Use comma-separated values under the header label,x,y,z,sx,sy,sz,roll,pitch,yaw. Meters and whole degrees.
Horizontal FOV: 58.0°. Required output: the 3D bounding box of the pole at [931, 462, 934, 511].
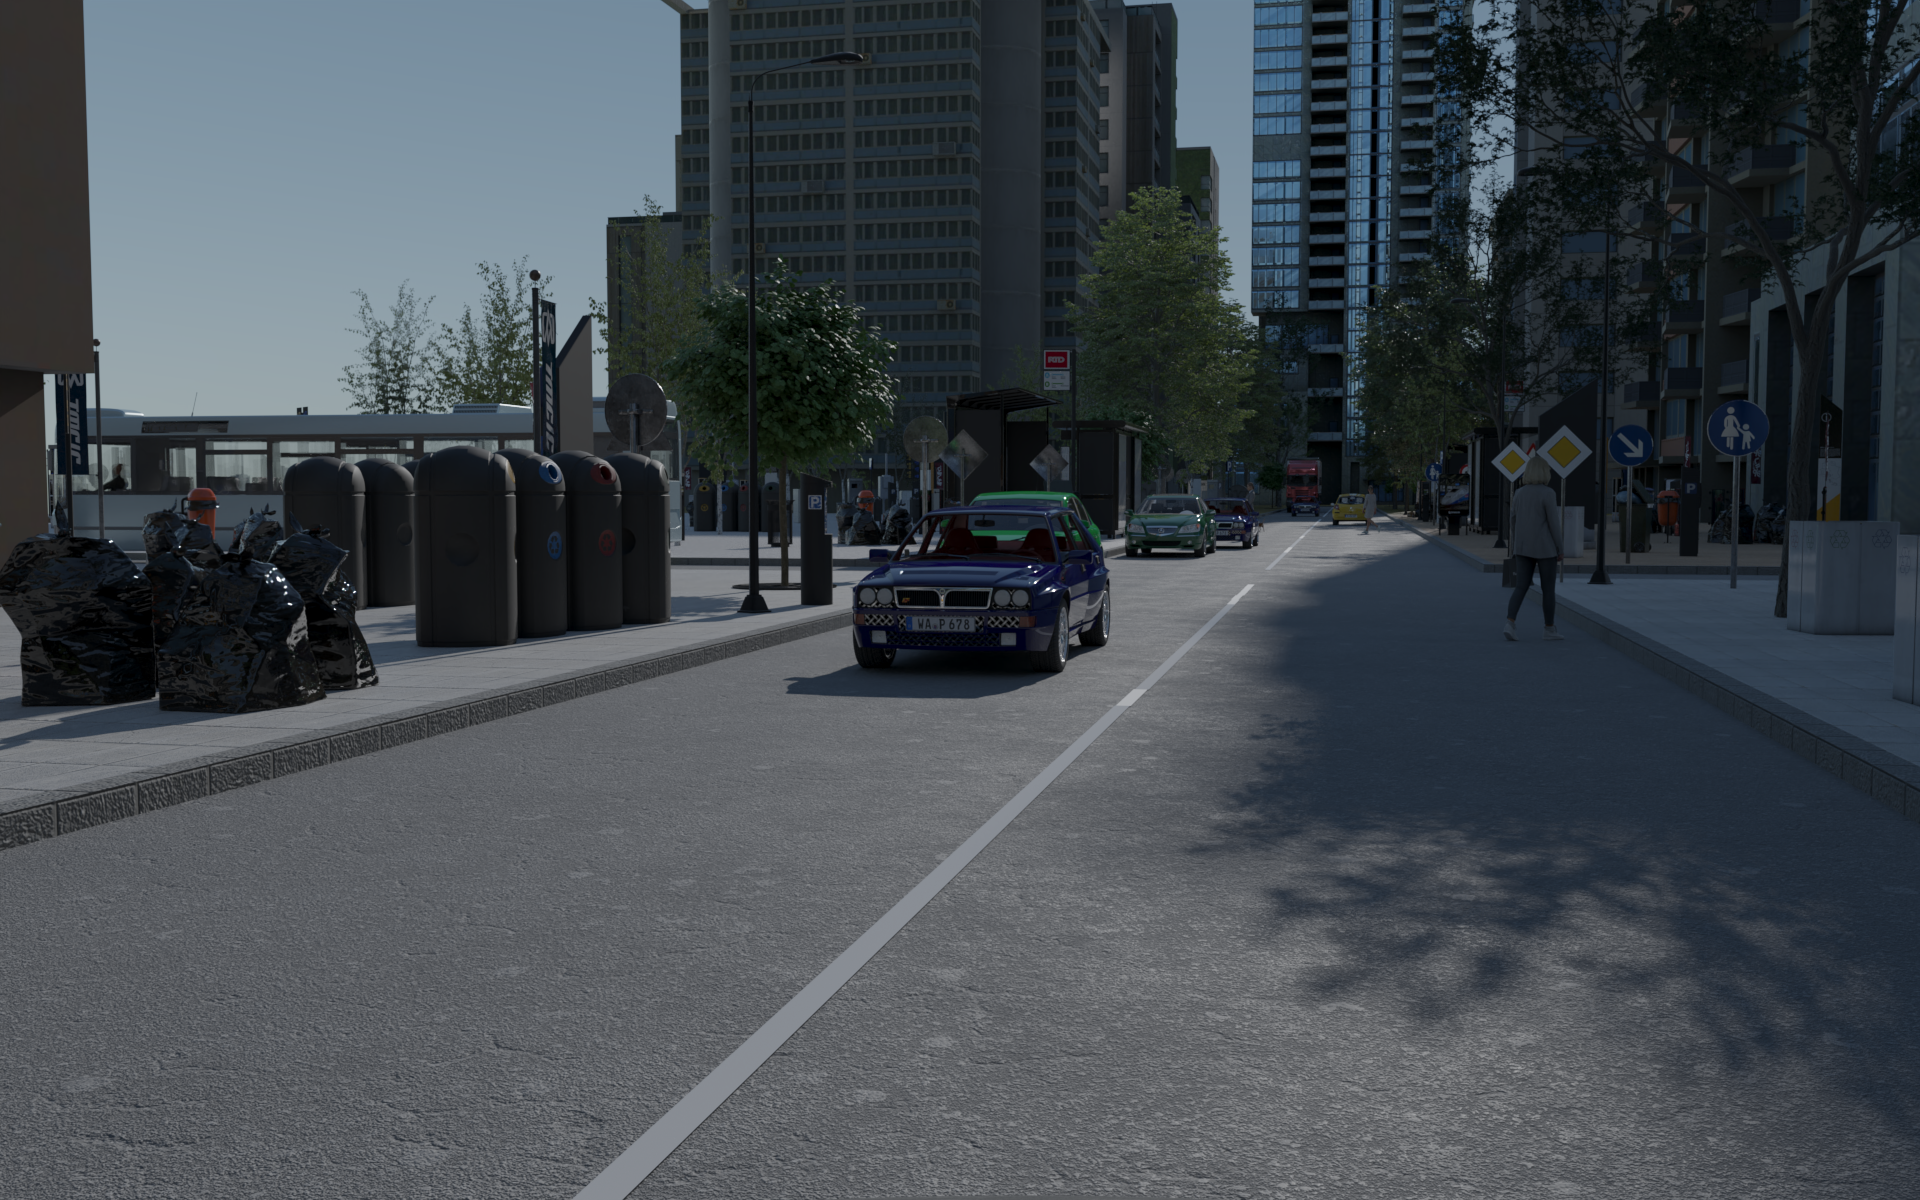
label,x,y,z,sx,sy,sz,roll,pitch,yaw
pole,-1.108,-4.403,65.835,0.158,3.312,0.155,0,3,0

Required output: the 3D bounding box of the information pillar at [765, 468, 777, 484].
label,x,y,z,sx,sy,sz,roll,pitch,yaw
information pillar,-7.322,-4.644,67.285,0.504,3.616,0.183,0,4,7

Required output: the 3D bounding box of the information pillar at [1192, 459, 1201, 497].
label,x,y,z,sx,sy,sz,roll,pitch,yaw
information pillar,12.842,-6.270,93.863,0.504,3.616,0.183,0,4,-3

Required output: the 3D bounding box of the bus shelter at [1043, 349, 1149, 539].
label,x,y,z,sx,sy,sz,roll,pitch,yaw
bus shelter,3.946,-4.459,50.535,2.179,5.291,8.768,1,4,13

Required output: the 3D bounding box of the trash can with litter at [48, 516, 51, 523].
label,x,y,z,sx,sy,sz,roll,pitch,yaw
trash can with litter,-40.349,-4.028,77.237,0.624,1.170,1.055,2,4,32

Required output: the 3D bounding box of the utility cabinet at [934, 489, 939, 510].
label,x,y,z,sx,sy,sz,roll,pitch,yaw
utility cabinet,-0.702,-4.031,74.580,1.173,1.500,0.318,-1,4,-21

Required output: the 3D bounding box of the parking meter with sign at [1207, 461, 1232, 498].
label,x,y,z,sx,sy,sz,roll,pitch,yaw
parking meter with sign,13.482,-5.845,91.827,1.738,3.016,0.543,2,4,34

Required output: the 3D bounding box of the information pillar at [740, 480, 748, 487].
label,x,y,z,sx,sy,sz,roll,pitch,yaw
information pillar,-11.262,-5.250,90.328,0.304,2.012,0.304,1,4,20

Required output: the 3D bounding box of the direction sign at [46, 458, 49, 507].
label,x,y,z,sx,sy,sz,roll,pitch,yaw
direction sign,-43.172,-5.507,82.033,0.876,3.537,0.379,-1,4,-18

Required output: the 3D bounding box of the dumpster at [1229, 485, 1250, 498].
label,x,y,z,sx,sy,sz,roll,pitch,yaw
dumpster,17.343,-6.241,107.806,1.264,1.857,1.865,1,4,13

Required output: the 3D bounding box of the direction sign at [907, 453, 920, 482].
label,x,y,z,sx,sy,sz,roll,pitch,yaw
direction sign,-2.504,-6.137,92.343,0.876,3.537,0.379,3,4,38

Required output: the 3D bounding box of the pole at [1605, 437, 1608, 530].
label,x,y,z,sx,sy,sz,roll,pitch,yaw
pole,23.171,-4.185,62.272,0.158,3.312,0.155,0,3,0

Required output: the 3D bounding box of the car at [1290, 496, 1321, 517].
label,x,y,z,sx,sy,sz,roll,pitch,yaw
car,22.109,-6.005,110.760,1.945,1.354,3.894,1,4,12

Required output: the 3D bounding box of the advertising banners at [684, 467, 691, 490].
label,x,y,z,sx,sy,sz,roll,pitch,yaw
advertising banners,-16.906,-7.096,112.206,2.074,3.025,0.090,-1,4,-22

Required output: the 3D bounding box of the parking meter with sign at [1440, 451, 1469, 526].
label,x,y,z,sx,sy,sz,roll,pitch,yaw
parking meter with sign,20.220,-4.486,69.604,1.738,3.016,0.543,0,4,3

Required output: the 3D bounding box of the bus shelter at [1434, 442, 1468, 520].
label,x,y,z,sx,sy,sz,roll,pitch,yaw
bus shelter,23.320,-5.527,81.643,1.731,3.624,6.357,1,4,13

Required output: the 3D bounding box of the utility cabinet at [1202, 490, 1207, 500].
label,x,y,z,sx,sy,sz,roll,pitch,yaw
utility cabinet,14.891,-5.921,105.490,0.318,1.500,1.173,1,4,12

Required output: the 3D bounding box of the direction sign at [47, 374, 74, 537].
label,x,y,z,sx,sy,sz,roll,pitch,yaw
direction sign,-11.600,-1.868,22.538,0.379,3.537,0.876,-2,4,-25

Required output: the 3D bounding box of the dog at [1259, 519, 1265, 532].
label,x,y,z,sx,sy,sz,roll,pitch,yaw
dog,11.420,-2.869,66.192,0.540,0.507,0.406,1,4,21

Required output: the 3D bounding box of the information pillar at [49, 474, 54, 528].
label,x,y,z,sx,sy,sz,roll,pitch,yaw
information pillar,-33.821,-3.687,64.778,0.304,2.012,0.304,3,4,37

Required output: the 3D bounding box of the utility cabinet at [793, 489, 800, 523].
label,x,y,z,sx,sy,sz,roll,pitch,yaw
utility cabinet,-7.111,-4.156,76.626,0.318,1.500,1.173,-1,4,-16

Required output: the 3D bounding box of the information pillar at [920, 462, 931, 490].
label,x,y,z,sx,sy,sz,roll,pitch,yaw
information pillar,-1.175,-4.175,59.624,0.183,3.616,0.504,-3,5,-40

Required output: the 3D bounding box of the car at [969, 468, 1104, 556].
label,x,y,z,sx,sy,sz,roll,pitch,yaw
car,0.836,-0.873,23.068,1.959,1.807,4.718,1,4,12

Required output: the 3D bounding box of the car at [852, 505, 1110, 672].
label,x,y,z,sx,sy,sz,roll,pitch,yaw
car,0.275,-0.166,15.287,1.945,1.354,3.894,1,4,13

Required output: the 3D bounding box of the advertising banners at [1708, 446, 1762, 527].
label,x,y,z,sx,sy,sz,roll,pitch,yaw
advertising banners,21.064,-3.103,46.926,2.074,3.025,0.090,-2,4,-26

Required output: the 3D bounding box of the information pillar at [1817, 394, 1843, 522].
label,x,y,z,sx,sy,sz,roll,pitch,yaw
information pillar,20.178,-2.989,40.220,0.504,3.616,0.183,2,4,28

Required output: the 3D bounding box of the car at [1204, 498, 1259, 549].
label,x,y,z,sx,sy,sz,roll,pitch,yaw
car,7.103,-2.086,46.687,1.945,1.354,3.894,1,4,13

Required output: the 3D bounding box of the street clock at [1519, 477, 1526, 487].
label,x,y,z,sx,sy,sz,roll,pitch,yaw
street clock,23.568,-4.140,72.262,0.358,2.002,0.471,-3,4,-38

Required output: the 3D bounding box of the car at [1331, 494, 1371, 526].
label,x,y,z,sx,sy,sz,roll,pitch,yaw
car,18.181,-4.284,80.267,2.015,1.641,3.980,1,4,14

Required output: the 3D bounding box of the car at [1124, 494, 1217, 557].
label,x,y,z,sx,sy,sz,roll,pitch,yaw
car,5.013,-1.777,40.859,2.131,1.459,4.920,1,4,13

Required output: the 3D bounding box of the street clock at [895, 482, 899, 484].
label,x,y,z,sx,sy,sz,roll,pitch,yaw
street clock,-3.866,-6.238,106.563,0.358,2.002,0.471,0,4,-2

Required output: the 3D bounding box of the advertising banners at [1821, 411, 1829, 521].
label,x,y,z,sx,sy,sz,roll,pitch,yaw
advertising banners,17.970,-2.433,35.968,0.090,3.025,2.074,2,4,28

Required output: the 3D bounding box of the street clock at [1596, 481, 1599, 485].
label,x,y,z,sx,sy,sz,roll,pitch,yaw
street clock,34.294,-5.454,93.749,0.471,2.002,0.358,3,4,36

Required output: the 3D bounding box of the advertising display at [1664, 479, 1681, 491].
label,x,y,z,sx,sy,sz,roll,pitch,yaw
advertising display,29.745,-4.089,72.070,0.974,1.923,0.123,-1,4,-11

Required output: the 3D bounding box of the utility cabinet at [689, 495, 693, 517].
label,x,y,z,sx,sy,sz,roll,pitch,yaw
utility cabinet,-14.487,-5.185,95.929,1.020,1.237,0.306,0,4,1

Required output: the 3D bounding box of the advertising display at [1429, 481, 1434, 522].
label,x,y,z,sx,sy,sz,roll,pitch,yaw
advertising display,21.817,-4.490,78.619,0.974,1.923,0.123,0,4,2

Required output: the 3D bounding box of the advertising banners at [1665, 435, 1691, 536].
label,x,y,z,sx,sy,sz,roll,pitch,yaw
advertising banners,21.845,-3.455,52.681,0.090,3.025,2.074,0,4,5

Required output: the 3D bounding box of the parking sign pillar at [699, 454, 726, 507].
label,x,y,z,sx,sy,sz,roll,pitch,yaw
parking sign pillar,-12.068,-5.873,84.488,1.447,3.967,1.447,0,4,-7

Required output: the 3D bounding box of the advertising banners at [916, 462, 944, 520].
label,x,y,z,sx,sy,sz,roll,pitch,yaw
advertising banners,-0.468,-3.615,55.286,2.074,3.025,0.090,-2,4,-28

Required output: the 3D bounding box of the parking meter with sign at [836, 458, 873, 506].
label,x,y,z,sx,sy,sz,roll,pitch,yaw
parking meter with sign,-5.101,-5.362,83.934,1.738,3.016,0.543,-1,4,-14

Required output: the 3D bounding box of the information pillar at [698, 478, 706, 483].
label,x,y,z,sx,sy,sz,roll,pitch,yaw
information pillar,-11.805,-4.589,79.523,0.304,2.012,0.304,1,4,14

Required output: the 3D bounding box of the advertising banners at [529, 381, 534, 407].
label,x,y,z,sx,sy,sz,roll,pitch,yaw
advertising banners,-6.622,-1.942,27.947,0.090,3.025,2.074,0,4,3

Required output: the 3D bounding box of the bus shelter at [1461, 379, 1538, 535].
label,x,y,z,sx,sy,sz,roll,pitch,yaw
bus shelter,18.061,-4.926,58.168,2.179,5.291,8.768,1,4,13

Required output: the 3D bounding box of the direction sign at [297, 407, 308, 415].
label,x,y,z,sx,sy,sz,roll,pitch,yaw
direction sign,-17.116,-3.252,45.175,0.379,3.537,0.876,-3,4,-37

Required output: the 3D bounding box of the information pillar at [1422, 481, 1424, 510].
label,x,y,z,sx,sy,sz,roll,pitch,yaw
information pillar,26.208,-5.714,97.920,0.304,2.012,0.304,0,4,5

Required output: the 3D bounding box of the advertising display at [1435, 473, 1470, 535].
label,x,y,z,sx,sy,sz,roll,pitch,yaw
advertising display,15.352,-2.975,53.851,0.974,1.923,0.123,0,4,-3

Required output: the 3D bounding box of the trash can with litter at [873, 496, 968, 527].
label,x,y,z,sx,sy,sz,roll,pitch,yaw
trash can with litter,-0.490,-1.532,36.106,2.233,1.210,1.678,-1,4,-15

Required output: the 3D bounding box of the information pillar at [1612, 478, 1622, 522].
label,x,y,z,sx,sy,sz,roll,pitch,yaw
information pillar,29.698,-4.513,78.272,0.304,2.012,0.304,0,4,-8

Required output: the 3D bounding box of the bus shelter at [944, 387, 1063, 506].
label,x,y,z,sx,sy,sz,roll,pitch,yaw
bus shelter,1.118,-3.060,41.313,1.731,3.624,6.357,1,4,13

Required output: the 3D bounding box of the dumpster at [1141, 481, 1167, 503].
label,x,y,z,sx,sy,sz,roll,pitch,yaw
dumpster,7.986,-4.109,72.945,1.264,1.857,1.865,1,4,13
